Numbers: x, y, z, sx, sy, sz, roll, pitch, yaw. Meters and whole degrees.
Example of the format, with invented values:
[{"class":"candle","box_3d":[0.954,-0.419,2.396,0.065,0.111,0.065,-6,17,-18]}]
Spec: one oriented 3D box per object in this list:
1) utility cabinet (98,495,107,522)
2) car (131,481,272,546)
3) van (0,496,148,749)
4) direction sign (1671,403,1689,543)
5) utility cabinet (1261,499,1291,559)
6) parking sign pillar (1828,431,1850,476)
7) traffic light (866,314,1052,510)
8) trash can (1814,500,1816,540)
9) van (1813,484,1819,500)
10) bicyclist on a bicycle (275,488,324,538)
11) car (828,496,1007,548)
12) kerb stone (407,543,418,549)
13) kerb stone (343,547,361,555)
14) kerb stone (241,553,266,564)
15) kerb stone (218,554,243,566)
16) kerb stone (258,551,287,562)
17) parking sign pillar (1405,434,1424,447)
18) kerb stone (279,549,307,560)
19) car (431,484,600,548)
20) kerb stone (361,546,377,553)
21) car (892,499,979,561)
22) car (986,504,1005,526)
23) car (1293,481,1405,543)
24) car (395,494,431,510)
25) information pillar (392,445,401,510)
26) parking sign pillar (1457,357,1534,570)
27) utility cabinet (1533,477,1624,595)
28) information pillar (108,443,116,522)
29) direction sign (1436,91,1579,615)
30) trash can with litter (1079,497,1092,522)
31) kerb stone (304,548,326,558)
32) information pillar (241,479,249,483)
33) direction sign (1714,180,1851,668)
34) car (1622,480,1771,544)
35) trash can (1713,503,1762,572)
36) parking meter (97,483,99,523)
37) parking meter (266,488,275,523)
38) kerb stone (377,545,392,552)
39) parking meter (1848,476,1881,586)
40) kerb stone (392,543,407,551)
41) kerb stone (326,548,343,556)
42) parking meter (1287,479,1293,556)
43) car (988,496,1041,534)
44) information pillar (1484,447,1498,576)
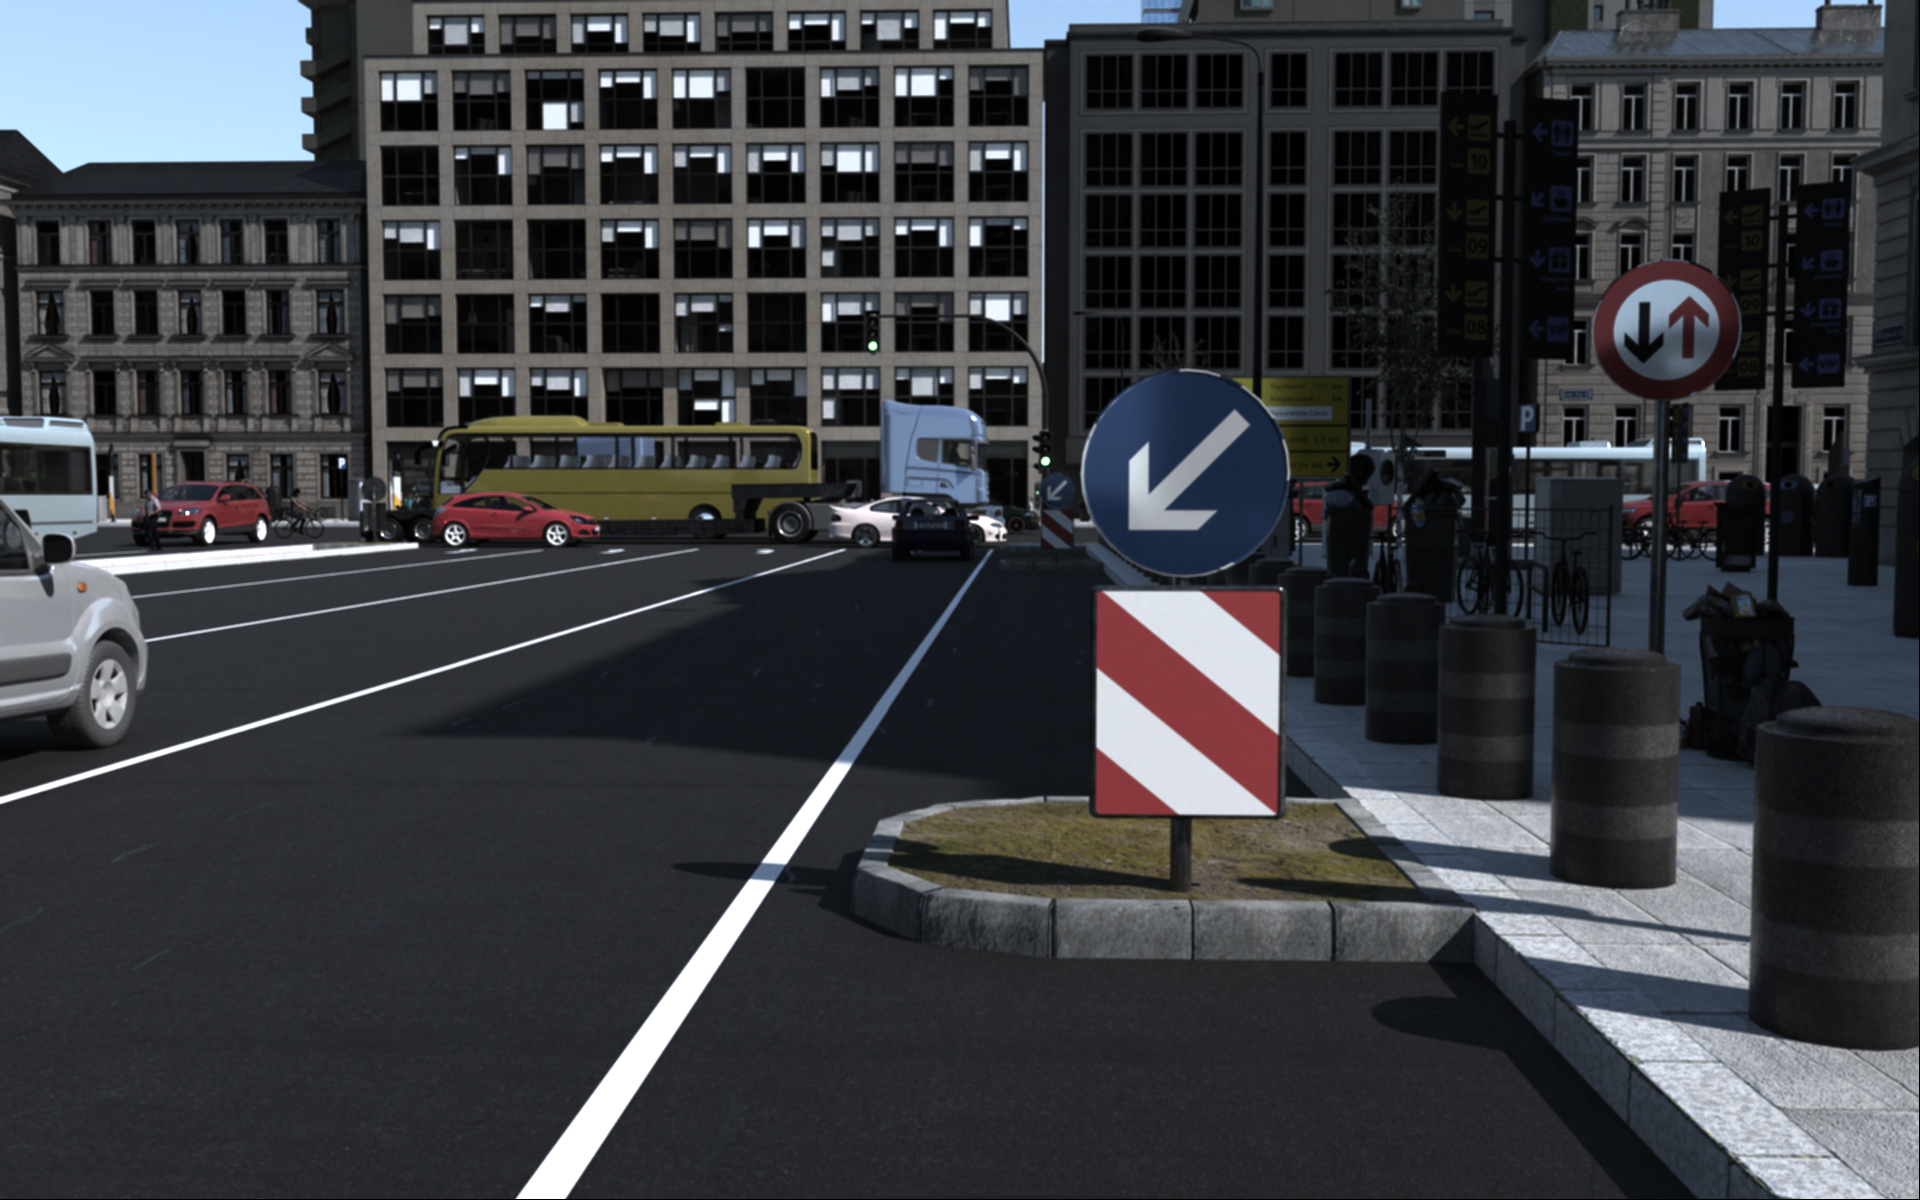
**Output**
[{"class":"utility cabinet","box_3d":[-40.269,-4.289,81.286,0.306,1.237,1.020,-1,4,-19]},{"class":"car","box_3d":[-21.564,-2.488,49.349,2.281,1.827,5.304,0,4,3]},{"class":"van","box_3d":[-5.653,-0.091,8.505,2.013,2.044,4.112,0,4,2]},{"class":"direction sign","box_3d":[18.026,-3.144,43.409,0.379,3.537,0.876,0,4,-1]},{"class":"utility cabinet","box_3d":[4.626,-0.950,26.701,1.020,1.237,0.306,-2,4,-33]},{"class":"parking sign pillar","box_3d":[38.107,-5.302,75.153,1.447,3.967,1.447,0,4,7]},{"class":"traffic light","box_3d":[0.039,-4.229,43.813,4.771,5.953,1.251,0,4,2]},{"class":"trash can","box_3d":[21.893,-1.967,43.812,0.748,1.137,0.748,0,3,0]},{"class":"van","box_3d":[33.575,-3.850,69.962,4.112,2.044,2.013,0,4,4]},{"class":"bicyclist on a bicycle","box_3d":[-21.419,-2.820,56.125,1.625,1.676,1.499,0,4,1]},{"class":"car","box_3d":[-1.145,-2.106,46.796,4.827,1.381,2.083,0,4,2]},{"class":"kerb stone","box_3d":[-14.368,-1.407,45.196,0.120,0.150,1.000,0,4,2]},{"class":"kerb stone","box_3d":[-14.533,-1.156,41.093,0.120,0.150,1.000,0,4,2]},{"class":"kerb stone","box_3d":[-14.752,-0.834,35.956,0.120,0.150,1.000,0,4,2]},{"class":"kerb stone","box_3d":[-14.794,-0.775,34.930,0.120,0.150,1.000,0,4,2]},{"class":"kerb stone","box_3d":[-14.712,-0.902,36.987,0.120,0.150,1.000,0,4,2]},{"class":"parking sign pillar","box_3d":[20.136,-5.378,76.397,1.447,3.967,1.447,3,4,37]},{"class":"kerb stone","box_3d":[-14.665,-0.965,38.016,0.120,0.150,1.000,0,4,2]},{"class":"car","box_3d":[-12.089,-2.338,47.268,4.494,1.783,2.155,0,4,1]},{"class":"kerb stone","box_3d":[-14.496,-1.219,42.119,0.120,0.150,1.000,0,4,2]},{"class":"car","box_3d":[-0.561,-1.583,38.470,1.945,1.354,3.894,0,4,2]},{"class":"car","box_3d":[-0.756,-2.753,57.009,4.499,1.417,2.014,0,4,3]},{"class":"car","box_3d":[11.398,-2.639,51.816,5.304,1.827,2.281,0,4,2]},{"class":"car","box_3d":[-18.258,-3.051,59.670,2.009,1.686,4.222,0,4,3]},{"class":"information pillar","box_3d":[-26.792,-5.569,82.402,0.183,3.616,0.504,1,4,23]},{"class":"parking sign pillar","box_3d":[9.169,-2.528,29.805,1.447,3.967,1.447,2,4,29]},{"class":"utility cabinet","box_3d":[7.861,-0.815,21.996,1.173,1.500,0.318,-1,4,-23]},{"class":"information pillar","box_3d":[-38.752,-5.367,79.102,0.183,3.616,0.504,-1,4,-12]},{"class":"direction sign","box_3d":[3.130,-1.098,9.955,0.876,3.537,0.379,-1,4,-16]},{"class":"trash can with litter","box_3d":[6.063,-4.244,80.774,1.055,1.170,0.624,0,4,3]},{"class":"kerb stone","box_3d":[-14.618,-1.030,39.041,0.120,0.150,1.000,0,4,2]},{"class":"information pillar","box_3d":[-35.804,-5.032,86.759,0.304,2.012,0.304,-3,5,-40]},{"class":"direction sign","box_3d":[6.063,-1.275,12.850,0.876,3.537,0.379,2,4,34]},{"class":"car","box_3d":[20.744,-2.457,48.853,5.304,1.827,2.281,0,4,1]},{"class":"trash can","box_3d":[12.864,-1.042,28.694,0.748,1.137,0.748,0,3,0]},{"class":"parking meter","box_3d":[-38.831,-4.398,77.615,0.399,1.863,0.255,3,4,38]},{"class":"parking meter","box_3d":[-31.030,-4.252,77.935,0.372,1.533,0.369,0,3,0]},{"class":"kerb stone","box_3d":[-14.458,-1.279,43.145,0.120,0.150,1.000,0,4,2]},{"class":"parking meter","box_3d":[12.668,-0.970,24.266,0.372,1.533,0.369,0,3,0]},{"class":"kerb stone","box_3d":[-14.408,-1.342,44.170,0.120,0.150,1.000,0,4,2]},{"class":"kerb stone","box_3d":[-14.589,-1.093,40.068,0.120,0.150,1.000,0,4,2]},{"class":"parking meter","box_3d":[6.797,-1.858,36.095,0.255,1.863,0.399,1,4,13]},{"class":"car","box_3d":[0.795,-3.219,62.412,4.222,1.686,2.009,0,4,1]},{"class":"information pillar","box_3d":[8.422,-1.392,27.255,0.304,2.012,0.304,1,4,11]}]
